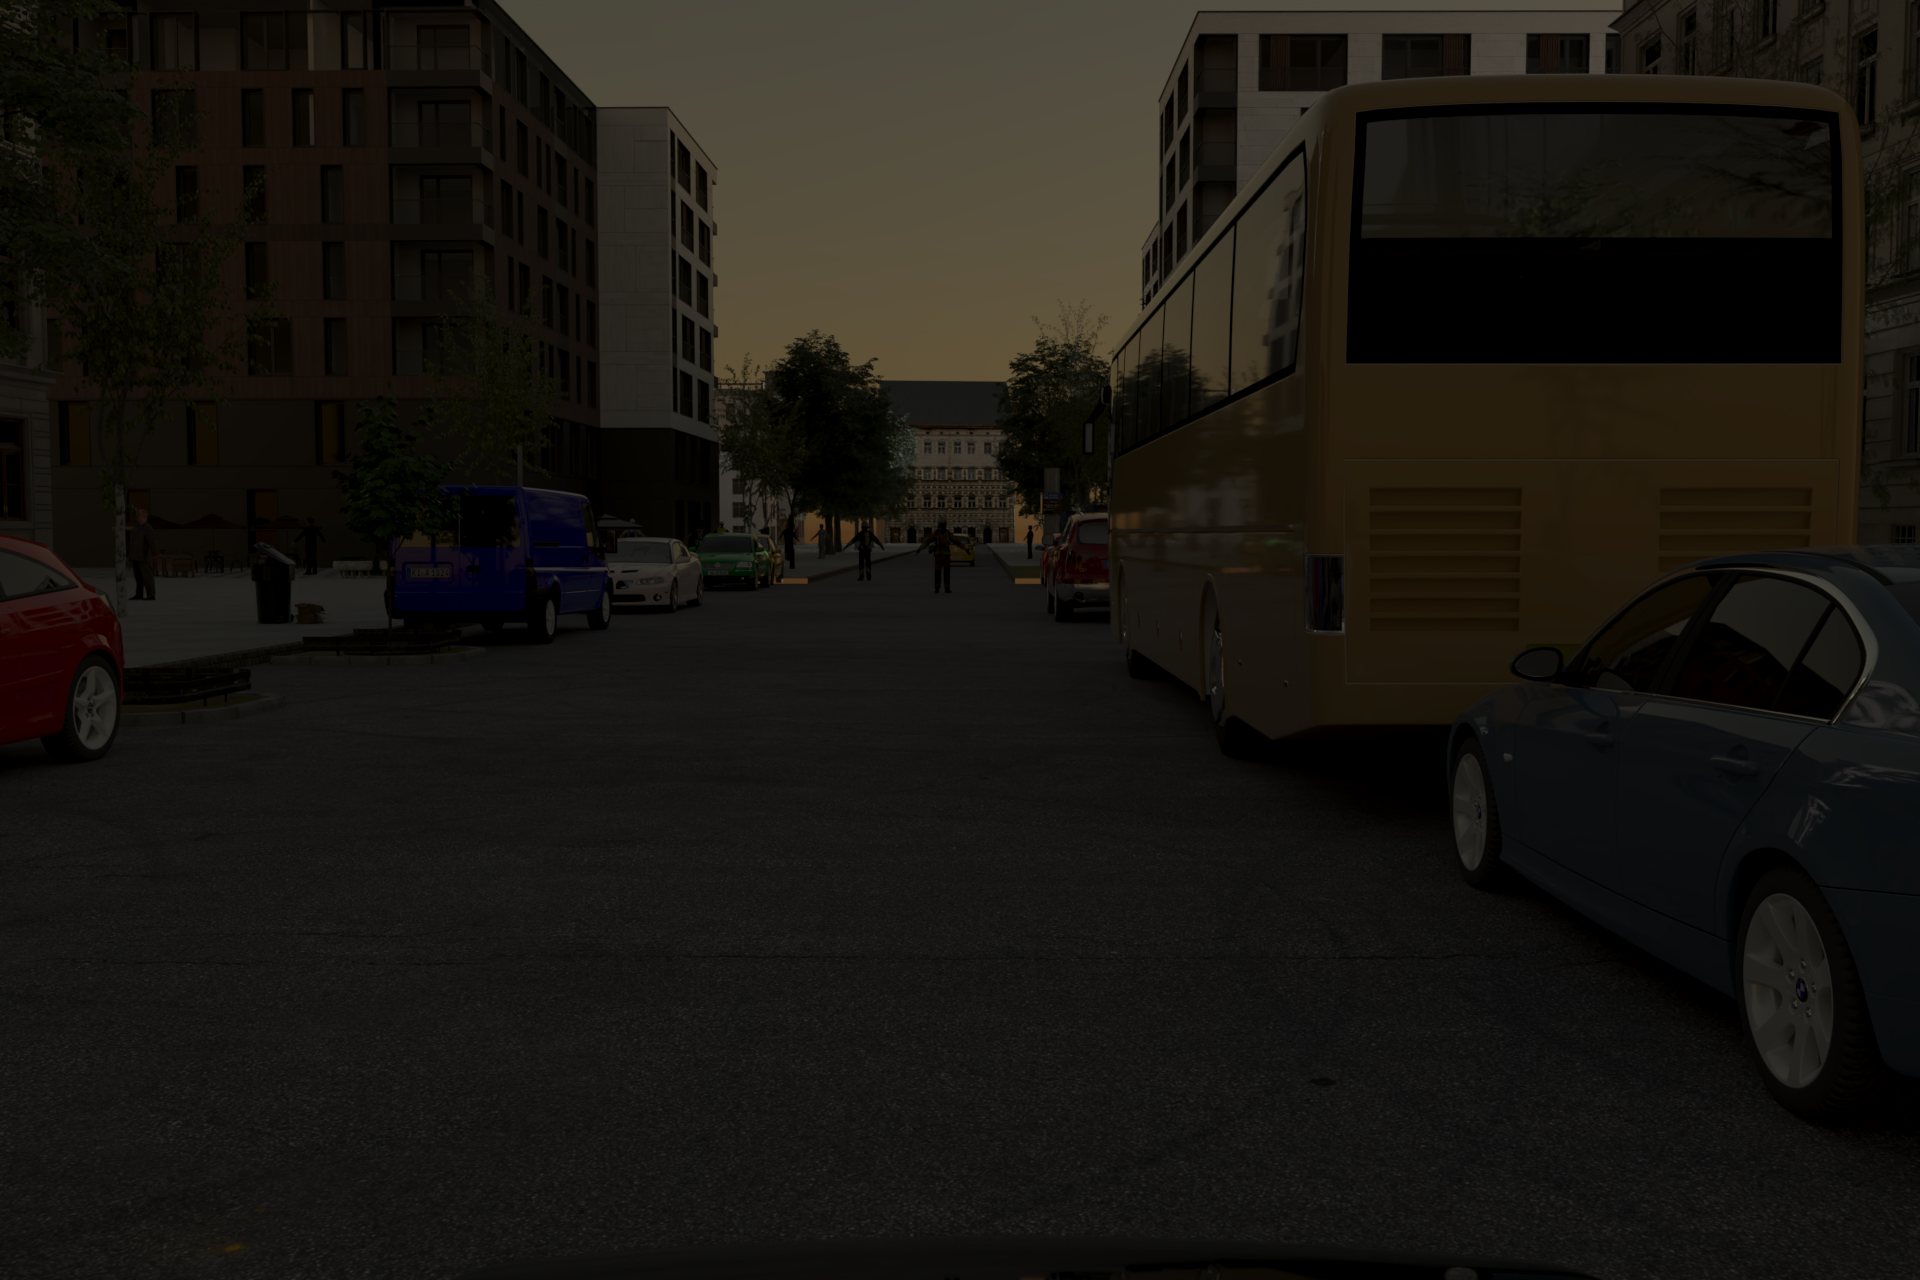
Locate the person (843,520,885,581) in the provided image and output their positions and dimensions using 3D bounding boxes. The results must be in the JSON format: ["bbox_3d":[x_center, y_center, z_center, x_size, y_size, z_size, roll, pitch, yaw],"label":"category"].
[{"bbox_3d":[-2.937,-2.756,53.290,1.354,1.856,0.705,-1,4,-22],"label":"person"}]

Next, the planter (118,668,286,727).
[{"bbox_3d":[-6.588,0.444,13.880,1.991,0.319,1.994,0,4,1],"label":"planter"}]

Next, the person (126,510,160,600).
[{"bbox_3d":[-15.857,-1.648,33.538,0.990,1.755,0.434,2,4,34],"label":"person"}]

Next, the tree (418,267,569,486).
[{"bbox_3d":[-12.602,-5.943,47.534,4.737,8.622,4.395,0,3,0],"label":"tree"}]

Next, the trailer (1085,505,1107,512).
[{"bbox_3d":[3.082,-1.744,35.562,1.471,1.999,3.904,0,4,0],"label":"trailer"}]

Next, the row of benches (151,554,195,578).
[{"bbox_3d":[-23.977,-2.265,52.503,1.422,0.672,4.104,-2,4,-35],"label":"row of benches"}]

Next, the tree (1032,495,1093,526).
[{"bbox_3d":[14.137,-20.707,245.206,9.857,13.997,8.962,0,3,0],"label":"tree"}]

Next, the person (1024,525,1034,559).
[{"bbox_3d":[3.514,-5.027,88.904,0.721,1.740,1.216,1,4,23],"label":"person"}]

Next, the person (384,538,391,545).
[{"bbox_3d":[-20.357,-3.430,62.209,0.705,1.813,1.348,1,4,11],"label":"person"}]

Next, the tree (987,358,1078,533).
[{"bbox_3d":[6.975,-12.858,120.591,12.009,13.543,11.850,0,3,0],"label":"tree"}]

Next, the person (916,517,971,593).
[{"bbox_3d":[-0.424,-2.074,42.139,1.354,1.858,0.705,-1,4,-10],"label":"person"}]

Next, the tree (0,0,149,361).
[{"bbox_3d":[-12.333,-6.069,17.363,7.486,12.596,7.792,0,3,0],"label":"tree"}]

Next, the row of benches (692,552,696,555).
[{"bbox_3d":[-8.534,-2.808,61.374,4.104,0.672,1.422,-3,5,-41],"label":"row of benches"}]

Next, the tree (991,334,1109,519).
[{"bbox_3d":[6.548,-12.385,109.149,9.857,13.997,8.962,0,3,0],"label":"tree"}]

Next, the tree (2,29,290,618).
[{"bbox_3d":[-12.683,-4.655,26.464,4.737,8.622,4.395,0,3,0],"label":"tree"}]

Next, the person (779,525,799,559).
[{"bbox_3d":[-8.706,-4.990,87.730,0.704,1.812,1.346,3,5,44],"label":"person"}]

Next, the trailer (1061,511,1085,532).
[{"bbox_3d":[3.072,-2.258,43.960,1.471,1.999,3.904,0,4,1],"label":"trailer"}]

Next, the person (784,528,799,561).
[{"bbox_3d":[-8.150,-4.711,83.249,0.704,1.802,1.346,-2,4,-34],"label":"person"}]

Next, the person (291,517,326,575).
[{"bbox_3d":[-20.518,-2.966,54.687,0.705,1.806,1.347,2,4,27],"label":"person"}]

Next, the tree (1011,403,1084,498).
[{"bbox_3d":[7.067,-12.583,131.488,9.928,11.665,9.643,0,3,0],"label":"tree"}]

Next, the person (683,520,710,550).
[{"bbox_3d":[-9.915,-3.669,66.126,1.345,1.843,0.704,-1,4,-10],"label":"person"}]

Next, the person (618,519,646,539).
[{"bbox_3d":[-12.087,-3.557,64.014,1.347,1.847,0.705,0,4,7],"label":"person"}]

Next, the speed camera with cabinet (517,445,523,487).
[{"bbox_3d":[-10.013,-2.757,39.421,0.660,3.252,2.038,0,4,0],"label":"speed camera with cabinet"}]

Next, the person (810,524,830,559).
[{"bbox_3d":[-7.188,-5.104,89.643,1.347,1.806,0.705,3,4,38],"label":"person"}]

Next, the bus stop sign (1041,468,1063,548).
[{"bbox_3d":[3.674,-4.909,69.273,0.837,3.901,0.837,0,4,-1],"label":"bus stop sign"}]

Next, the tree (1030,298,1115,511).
[{"bbox_3d":[3.846,-6.366,54.452,4.360,8.622,3.978,0,3,0],"label":"tree"}]

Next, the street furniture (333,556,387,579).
[{"bbox_3d":[-13.739,-2.230,52.091,10.072,0.657,5.734,0,4,-2],"label":"street furniture"}]

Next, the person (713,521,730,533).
[{"bbox_3d":[-10.132,-4.145,73.747,1.349,1.833,0.705,0,4,-5],"label":"person"}]

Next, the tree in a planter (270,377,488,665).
[{"bbox_3d":[-6.565,-1.384,19.857,1.991,3.239,1.994,0,4,1],"label":"tree in a planter"}]

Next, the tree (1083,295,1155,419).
[{"bbox_3d":[8.627,-7.817,62.223,8.767,10.594,7.601,0,4,3],"label":"tree"}]

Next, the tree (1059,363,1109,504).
[{"bbox_3d":[6.360,-7.663,75.657,4.737,8.622,4.395,0,3,0],"label":"tree"}]

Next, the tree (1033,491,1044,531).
[{"bbox_3d":[7.320,-11.592,139.898,4.737,8.622,4.395,0,3,0],"label":"tree"}]
